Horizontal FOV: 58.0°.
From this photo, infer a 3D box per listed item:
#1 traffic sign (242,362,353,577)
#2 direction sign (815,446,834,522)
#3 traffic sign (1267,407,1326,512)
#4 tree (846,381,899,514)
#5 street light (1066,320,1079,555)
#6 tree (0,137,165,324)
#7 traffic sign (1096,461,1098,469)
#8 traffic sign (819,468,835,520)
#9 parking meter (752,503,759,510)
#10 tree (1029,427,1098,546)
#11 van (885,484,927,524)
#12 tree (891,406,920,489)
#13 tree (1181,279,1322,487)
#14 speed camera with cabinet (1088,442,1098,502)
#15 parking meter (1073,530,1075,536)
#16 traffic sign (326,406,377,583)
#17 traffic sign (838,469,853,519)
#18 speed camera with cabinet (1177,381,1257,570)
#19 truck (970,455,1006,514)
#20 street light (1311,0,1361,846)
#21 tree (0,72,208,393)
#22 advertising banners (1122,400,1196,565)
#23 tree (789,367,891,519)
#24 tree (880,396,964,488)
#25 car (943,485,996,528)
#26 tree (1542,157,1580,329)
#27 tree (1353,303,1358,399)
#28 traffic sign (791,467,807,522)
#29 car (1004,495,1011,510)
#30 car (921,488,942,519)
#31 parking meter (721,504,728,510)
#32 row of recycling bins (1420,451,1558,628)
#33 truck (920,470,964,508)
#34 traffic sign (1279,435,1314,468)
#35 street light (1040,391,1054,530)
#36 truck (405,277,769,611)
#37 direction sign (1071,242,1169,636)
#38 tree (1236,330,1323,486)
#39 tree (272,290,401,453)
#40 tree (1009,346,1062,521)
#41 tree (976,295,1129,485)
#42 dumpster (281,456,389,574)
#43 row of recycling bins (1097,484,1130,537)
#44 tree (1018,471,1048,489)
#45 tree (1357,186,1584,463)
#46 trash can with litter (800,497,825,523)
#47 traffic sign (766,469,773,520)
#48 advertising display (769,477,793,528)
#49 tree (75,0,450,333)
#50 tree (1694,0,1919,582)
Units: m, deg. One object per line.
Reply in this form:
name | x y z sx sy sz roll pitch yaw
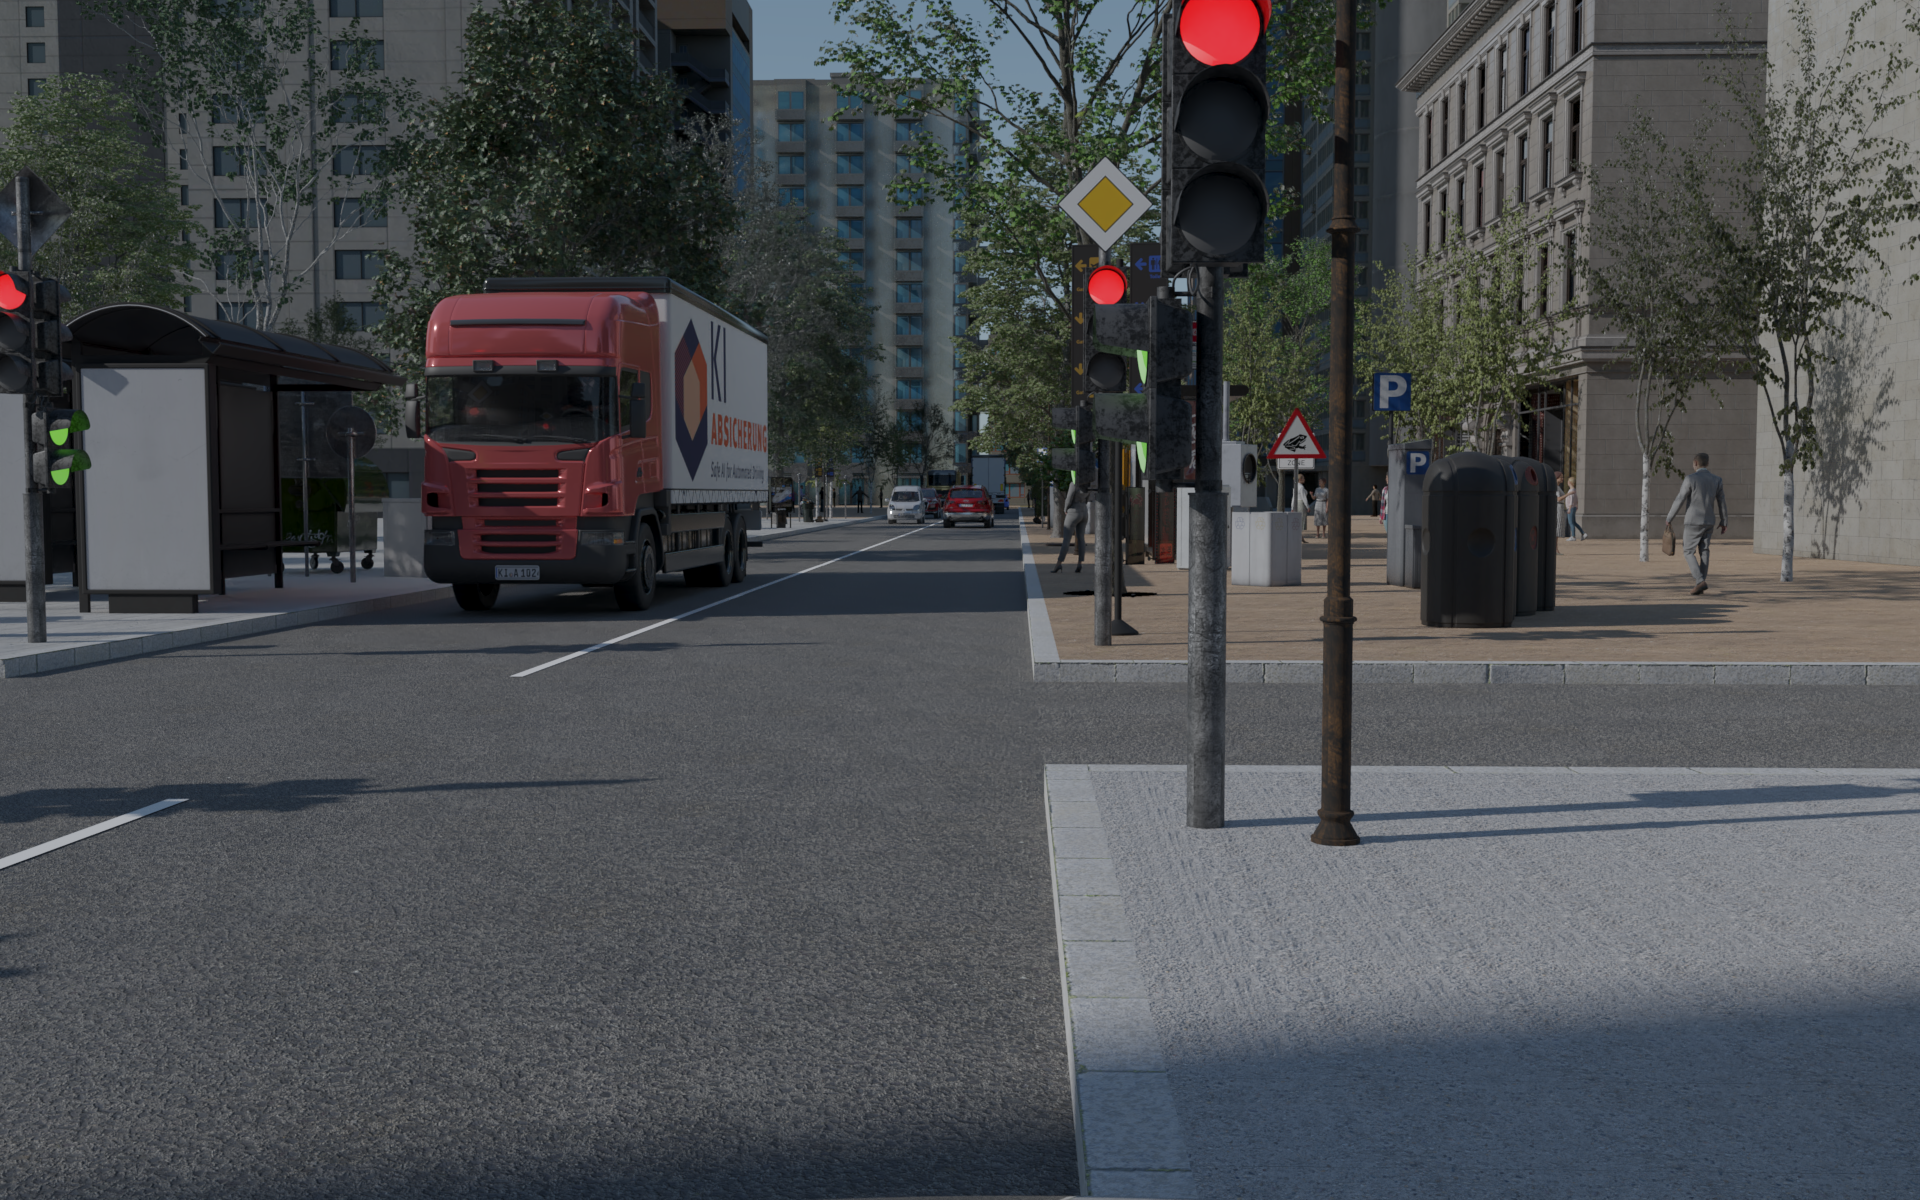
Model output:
traffic sign | -10.443 -2.016 26.829 2.265 3.308 0.079 1 4 11
direction sign | -6.323 -5.431 80.793 0.876 3.537 0.379 0 4 -6
traffic sign | 5.055 -1.594 26.065 0.884 2.594 0.081 0 4 8
tree | -5.800 -9.854 111.474 4.360 8.622 3.978 0 3 0
street light | 2.464 -3.879 36.209 0.468 5.910 1.993 0 4 2
tree | -19.244 -5.290 36.846 4.360 8.622 3.978 0 3 0
traffic sign | 4.838 -3.748 61.392 0.768 2.556 0.104 0 4 5
traffic sign | -6.324 -5.024 82.247 0.768 2.556 0.104 0 4 2
parking meter | -10.632 -5.154 89.975 0.399 1.863 0.255 -1 4 -9
tree | 2.505 -2.956 42.934 1.663 3.219 1.824 0 3 0
van | -2.585 -4.700 83.854 2.013 2.044 4.112 0 4 2
tree | -5.376 -11.773 142.845 4.737 8.622 4.395 0 3 0
tree | 10.029 -6.629 58.745 4.737 8.622 4.395 0 3 0
speed camera with cabinet | 4.945 -4.016 60.004 2.038 3.252 0.660 -3 4 -35
parking meter | 3.515 -2.754 53.439 0.372 1.533 0.369 0 3 0
traffic sign | -8.807 -1.526 25.060 0.768 2.556 0.104 0 4 7
traffic sign | -5.915 -5.469 89.522 0.768 2.556 0.104 0 4 7
speed camera with cabinet | 4.450 -2.171 29.826 0.660 3.252 2.038 2 4 34
truck | 2.092 -8.539 128.523 2.839 4.237 11.283 0 4 1
street light | 1.385 -2.044 6.214 0.468 5.910 1.993 0 4 2
tree | -24.264 -7.895 47.215 7.486 12.596 7.792 0 3 0
advertising banners | 3.755 -2.182 31.869 2.074 3.025 0.090 -3 4 -38
tree | -6.824 -8.688 92.410 4.737 8.622 4.395 0 3 0
tree | -3.830 -14.118 165.233 8.767 10.594 7.601 0 4 1
car | 0.396 -4.017 74.344 2.281 1.827 5.304 0 4 3
tree | 13.247 -5.031 32.619 4.360 8.622 3.978 0 3 0
tree | 13.793 -6.112 50.298 4.737 8.622 4.395 0 3 0
traffic sign | -7.443 -4.899 80.205 0.768 2.556 0.104 1 4 10
car | 3.582 -8.944 155.832 1.945 1.707 3.694 0 4 2
car | -2.179 -5.732 102.386 2.281 1.827 5.304 0 4 2
parking meter | -10.603 -4.233 77.623 0.372 1.533 0.369 0 3 0
row of recycling bins | 5.515 -0.669 18.053 1.069 1.692 3.534 2 4 27
truck | -1.270 -8.829 140.273 3.469 3.379 9.791 0 4 2
traffic sign | 5.647 -1.652 29.143 0.606 2.300 0.079 0 4 6
street light | 3.202 -5.476 62.316 0.468 5.910 1.993 0 4 2
truck | -4.833 -2.189 24.710 2.839 4.237 11.283 0 4 3
direction sign | 1.445 -1.452 15.738 0.876 3.537 0.379 1 4 12
tree | 14.438 -7.810 78.058 4.360 8.622 3.978 0 3 0
tree | -28.935 -8.812 78.483 7.601 10.594 8.767 -1 4 -16
tree | 4.109 -8.001 81.175 4.360 8.622 3.978 0 3 0
tree | 5.660 -11.215 100.371 9.611 12.733 9.660 0 3 0
dumpster | -10.497 -1.596 28.582 1.502 2.255 1.985 0 4 2
row of recycling bins | 5.824 -2.742 51.944 3.534 1.692 1.069 -1 4 -11
tree | 6.468 -9.541 139.713 4.285 4.588 4.351 0 3 0
tree | 13.026 -5.637 42.526 4.737 8.622 4.395 0 3 0
trash can with litter | -6.621 -4.072 77.962 1.055 1.170 0.624 -2 4 -25
traffic sign | -9.700 -5.318 87.061 0.768 2.556 0.104 0 4 7
advertising display | -6.729 -3.662 65.094 0.974 1.923 0.123 -3 4 -39
tree | -23.440 -12.511 60.450 12.611 20.169 13.585 0 3 0
tree | 11.895 -4.573 25.133 4.360 8.622 3.978 0 3 0
